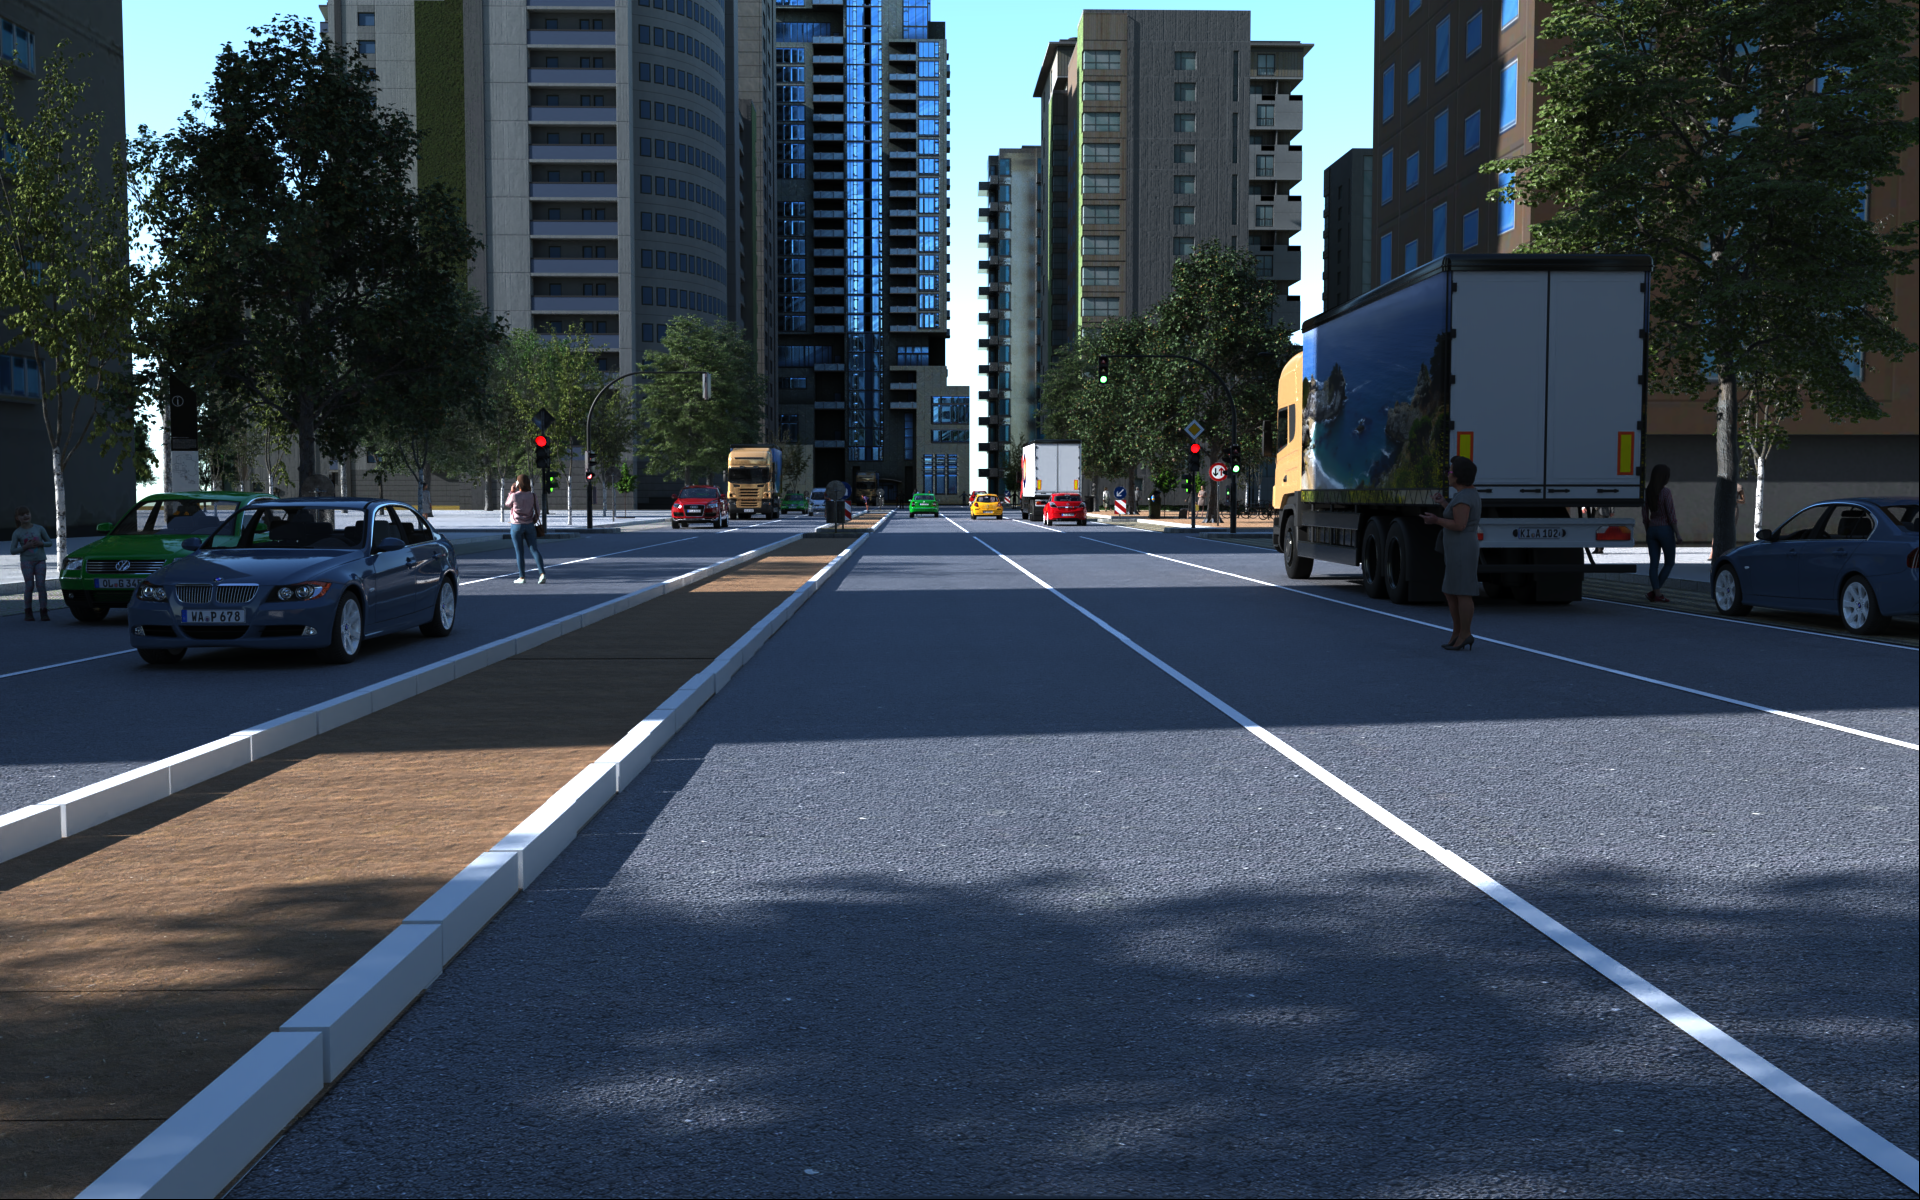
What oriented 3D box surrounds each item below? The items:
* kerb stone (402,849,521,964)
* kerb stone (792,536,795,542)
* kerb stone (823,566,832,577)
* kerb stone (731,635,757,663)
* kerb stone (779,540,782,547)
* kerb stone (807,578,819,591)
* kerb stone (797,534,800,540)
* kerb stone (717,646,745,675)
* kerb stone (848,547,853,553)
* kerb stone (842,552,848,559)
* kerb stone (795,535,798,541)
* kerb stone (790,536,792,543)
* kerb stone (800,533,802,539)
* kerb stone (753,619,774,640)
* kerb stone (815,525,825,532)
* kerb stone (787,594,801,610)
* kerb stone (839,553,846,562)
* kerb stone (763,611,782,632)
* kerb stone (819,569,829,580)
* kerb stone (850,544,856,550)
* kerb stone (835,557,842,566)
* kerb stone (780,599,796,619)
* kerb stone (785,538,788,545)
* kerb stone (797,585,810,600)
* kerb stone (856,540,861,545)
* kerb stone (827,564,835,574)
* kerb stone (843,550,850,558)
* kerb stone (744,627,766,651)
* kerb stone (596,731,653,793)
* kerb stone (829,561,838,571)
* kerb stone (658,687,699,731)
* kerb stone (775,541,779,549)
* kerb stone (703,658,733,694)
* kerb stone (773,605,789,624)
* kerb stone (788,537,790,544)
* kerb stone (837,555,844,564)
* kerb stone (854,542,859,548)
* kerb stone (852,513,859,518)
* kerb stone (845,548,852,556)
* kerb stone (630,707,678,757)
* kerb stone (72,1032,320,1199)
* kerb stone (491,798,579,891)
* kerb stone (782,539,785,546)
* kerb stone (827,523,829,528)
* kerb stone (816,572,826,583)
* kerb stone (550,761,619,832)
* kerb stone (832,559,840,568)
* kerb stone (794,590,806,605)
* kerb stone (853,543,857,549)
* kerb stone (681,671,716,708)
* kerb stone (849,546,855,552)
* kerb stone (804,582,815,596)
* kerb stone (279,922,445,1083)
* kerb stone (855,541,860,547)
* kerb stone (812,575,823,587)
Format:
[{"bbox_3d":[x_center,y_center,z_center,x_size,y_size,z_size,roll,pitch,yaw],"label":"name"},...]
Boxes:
[{"bbox_3d":[-1.631,1.008,5.710,0.120,0.150,1.000,0,4,-2],"label":"kerb stone"},{"bbox_3d":[-4.993,-1.745,50.726,0.120,0.150,1.000,0,4,-2],"label":"kerb stone"},{"bbox_3d":[-2.295,-0.434,29.327,0.120,0.150,1.000,0,4,-2],"label":"kerb stone"},{"bbox_3d":[-1.883,0.443,14.950,0.120,0.150,1.000,0,4,-2],"label":"kerb stone"},{"bbox_3d":[-4.852,-1.431,45.599,0.120,0.150,1.000,0,4,-2],"label":"kerb stone"},{"bbox_3d":[-2.178,-0.184,25.221,0.120,0.150,1.000,0,4,-2],"label":"kerb stone"},{"bbox_3d":[-5.052,-1.870,52.772,0.120,0.150,1.000,0,4,-2],"label":"kerb stone"},{"bbox_3d":[-1.859,0.507,13.923,0.120,0.150,1.000,0,4,-2],"label":"kerb stone"},{"bbox_3d":[-2.582,-1.063,39.569,0.120,0.150,1.000,0,4,-2],"label":"kerb stone"},{"bbox_3d":[-2.496,-0.875,36.495,0.120,0.150,1.000,0,4,-2],"label":"kerb stone"},{"bbox_3d":[-5.024,-1.807,51.747,0.120,0.150,1.000,0,4,-2],"label":"kerb stone"},{"bbox_3d":[-4.976,-1.682,49.702,0.120,0.150,1.000,0,4,-2],"label":"kerb stone"},{"bbox_3d":[-5.075,-1.930,53.801,0.120,0.150,1.000,0,4,-2],"label":"kerb stone"},{"bbox_3d":[-1.951,0.318,16.997,0.120,0.150,1.000,0,4,-2],"label":"kerb stone"},{"bbox_3d":[-5.469,-2.780,67.648,0.120,0.150,1.000,0,4,-2],"label":"kerb stone"},{"bbox_3d":[-2.060,0.066,21.116,0.120,0.150,1.000,0,4,-2],"label":"kerb stone"},{"bbox_3d":[-2.463,-0.812,35.474,0.120,0.150,1.000,0,4,-2],"label":"kerb stone"},{"bbox_3d":[-1.974,0.255,18.031,0.120,0.150,1.000,0,4,-2],"label":"kerb stone"},{"bbox_3d":[-2.265,-0.370,28.302,0.120,0.150,1.000,0,4,-2],"label":"kerb stone"},{"bbox_3d":[-2.640,-1.188,41.618,0.120,0.150,1.000,0,4,-2],"label":"kerb stone"},{"bbox_3d":[-2.404,-0.687,33.426,0.120,0.150,1.000,0,4,-2],"label":"kerb stone"},{"bbox_3d":[-2.025,0.129,20.084,0.120,0.150,1.000,0,4,-2],"label":"kerb stone"},{"bbox_3d":[-4.906,-1.551,47.660,0.120,0.150,1.000,0,4,-2],"label":"kerb stone"},{"bbox_3d":[-2.124,-0.059,23.167,0.120,0.150,1.000,0,4,-2],"label":"kerb stone"},{"bbox_3d":[-2.755,-1.440,45.736,0.120,0.150,1.000,0,4,-2],"label":"kerb stone"},{"bbox_3d":[-2.320,-0.499,30.349,0.120,0.150,1.000,0,4,-2],"label":"kerb stone"},{"bbox_3d":[-2.524,-0.932,37.517,0.120,0.150,1.000,0,4,-2],"label":"kerb stone"},{"bbox_3d":[-1.916,0.383,15.972,0.120,0.150,1.000,0,4,-2],"label":"kerb stone"},{"bbox_3d":[-1.703,0.820,8.785,0.120,0.150,1.000,0,4,-2],"label":"kerb stone"},{"bbox_3d":[-2.343,-0.562,31.377,0.120,0.150,1.000,0,4,-2],"label":"kerb stone"},{"bbox_3d":[-1.771,0.694,10.846,0.120,0.150,1.000,0,4,-2],"label":"kerb stone"},{"bbox_3d":[-4.814,-1.369,44.571,0.120,0.150,1.000,0,4,-2],"label":"kerb stone"},{"bbox_3d":[-1.820,0.570,12.902,0.120,0.150,1.000,0,4,-2],"label":"kerb stone"},{"bbox_3d":[-2.004,0.192,19.059,0.120,0.150,1.000,0,4,-2],"label":"kerb stone"},{"bbox_3d":[-4.935,-1.620,48.681,0.120,0.150,1.000,0,4,-2],"label":"kerb stone"},{"bbox_3d":[-2.435,-0.749,34.448,0.120,0.150,1.000,0,4,-2],"label":"kerb stone"},{"bbox_3d":[-2.698,-1.313,43.670,0.120,0.150,1.000,0,4,-2],"label":"kerb stone"},{"bbox_3d":[-6.690,-5.413,110.697,0.120,0.150,1.000,0,4,-2],"label":"kerb stone"},{"bbox_3d":[-2.548,-1.000,38.545,0.120,0.150,1.000,0,4,-2],"label":"kerb stone"},{"bbox_3d":[-1.743,0.759,9.823,0.120,0.150,1.000,0,4,-2],"label":"kerb stone"},{"bbox_3d":[-1.572,1.138,3.648,0.120,0.150,1.000,0,4,-2],"label":"kerb stone"},{"bbox_3d":[-1.650,0.945,6.742,0.120,0.150,1.000,0,4,-2],"label":"kerb stone"},{"bbox_3d":[-4.872,-1.495,46.631,0.120,0.150,1.000,0,4,-2],"label":"kerb stone"},{"bbox_3d":[-5.554,-2.959,70.727,0.120,0.150,1.000,0,4,-2],"label":"kerb stone"},{"bbox_3d":[-2.233,-0.311,27.274,0.120,0.150,1.000,0,4,-2],"label":"kerb stone"},{"bbox_3d":[-1.686,0.885,7.763,0.120,0.150,1.000,0,4,-2],"label":"kerb stone"},{"bbox_3d":[-2.380,-0.624,32.401,0.120,0.150,1.000,0,4,-2],"label":"kerb stone"},{"bbox_3d":[-2.089,0.010,22.138,0.120,0.150,1.000,0,4,-2],"label":"kerb stone"},{"bbox_3d":[-2.672,-1.250,42.639,0.120,0.150,1.000,0,4,-2],"label":"kerb stone"},{"bbox_3d":[-1.806,0.631,11.879,0.120,0.150,1.000,0,4,-2],"label":"kerb stone"},{"bbox_3d":[-2.605,-1.125,40.591,0.120,0.150,1.000,0,4,-2],"label":"kerb stone"},{"bbox_3d":[-2.145,-0.122,24.198,0.120,0.150,1.000,0,4,-2],"label":"kerb stone"},{"bbox_3d":[-1.595,1.074,4.678,0.120,0.150,1.000,0,4,-2],"label":"kerb stone"},{"bbox_3d":[-2.724,-1.370,44.705,0.120,0.150,1.000,0,4,-2],"label":"kerb stone"},{"bbox_3d":[-2.202,-0.248,26.248,0.120,0.150,1.000,0,4,-2],"label":"kerb stone"}]
